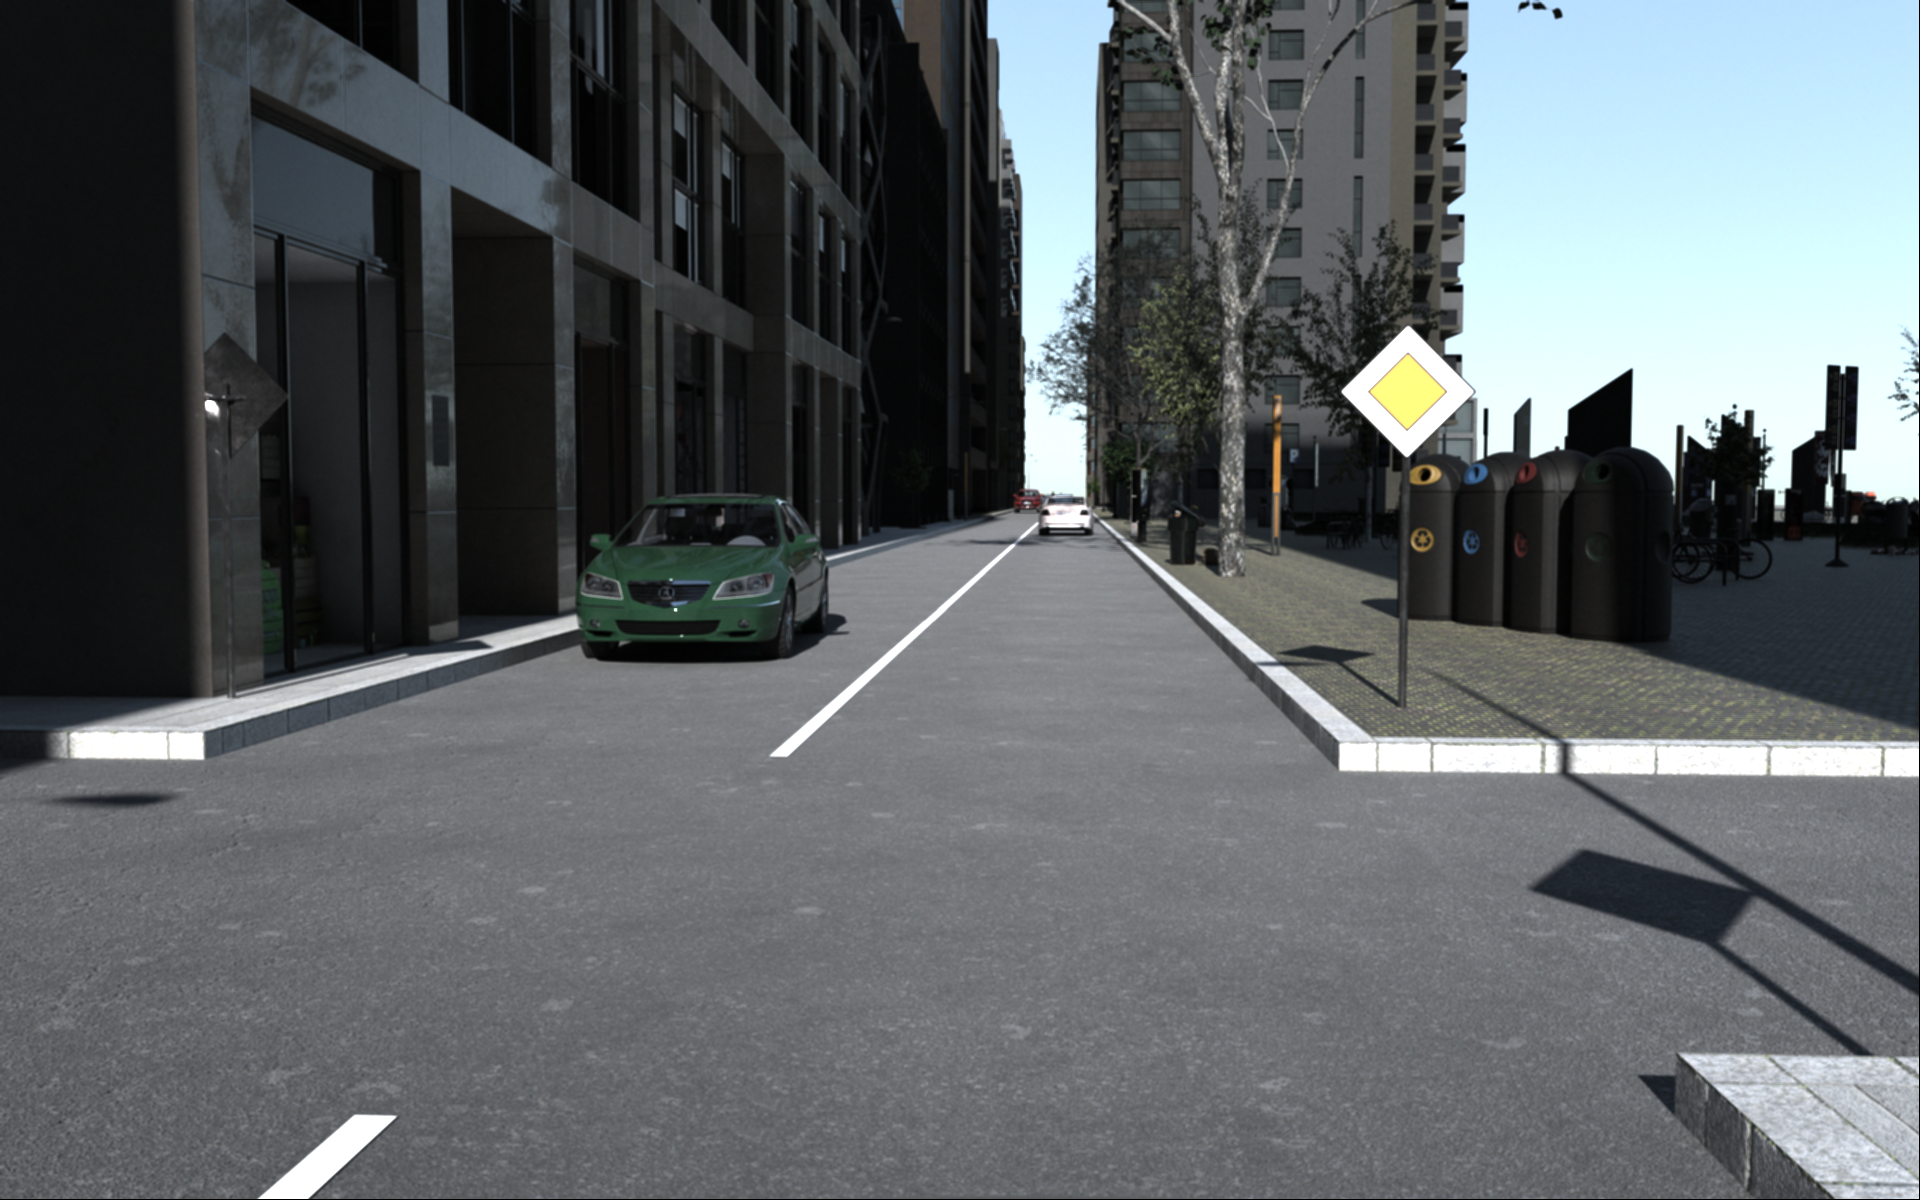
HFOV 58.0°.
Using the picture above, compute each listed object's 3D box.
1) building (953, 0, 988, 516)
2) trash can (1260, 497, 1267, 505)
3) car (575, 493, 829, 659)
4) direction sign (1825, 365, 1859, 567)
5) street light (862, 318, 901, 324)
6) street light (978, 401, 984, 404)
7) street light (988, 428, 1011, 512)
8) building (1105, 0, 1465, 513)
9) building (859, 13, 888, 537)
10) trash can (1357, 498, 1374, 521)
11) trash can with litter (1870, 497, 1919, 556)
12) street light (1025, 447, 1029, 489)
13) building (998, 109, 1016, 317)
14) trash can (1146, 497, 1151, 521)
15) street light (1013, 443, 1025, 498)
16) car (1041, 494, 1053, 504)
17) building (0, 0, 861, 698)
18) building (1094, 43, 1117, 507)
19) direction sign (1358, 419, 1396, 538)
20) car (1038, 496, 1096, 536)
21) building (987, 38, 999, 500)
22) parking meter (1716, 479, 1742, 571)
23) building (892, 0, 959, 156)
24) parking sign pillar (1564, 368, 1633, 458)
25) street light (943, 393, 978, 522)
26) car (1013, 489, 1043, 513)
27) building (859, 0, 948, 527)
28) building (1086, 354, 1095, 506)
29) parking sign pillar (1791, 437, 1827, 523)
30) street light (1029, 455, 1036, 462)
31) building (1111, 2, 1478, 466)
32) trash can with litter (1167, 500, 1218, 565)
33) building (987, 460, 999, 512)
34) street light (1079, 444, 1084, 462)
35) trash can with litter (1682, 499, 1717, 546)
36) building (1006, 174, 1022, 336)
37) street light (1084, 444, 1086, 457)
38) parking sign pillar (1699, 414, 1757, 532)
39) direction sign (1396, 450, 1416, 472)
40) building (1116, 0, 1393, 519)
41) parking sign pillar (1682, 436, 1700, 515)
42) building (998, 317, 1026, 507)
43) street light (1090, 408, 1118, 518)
[{"bbox_3d":[-9.372,-29.863,111.962,21.300,48.544,21.600,0,4,4],"label":"building"},{"bbox_3d":[14.840,-4.406,83.695,0.748,1.137,0.748,0,3,0],"label":"trash can"},{"bbox_3d":[-2.337,-0.294,16.599,2.131,1.459,4.920,0,4,2],"label":"car"},{"bbox_3d":[15.562,-2.363,30.628,0.876,3.537,0.379,-2,4,-31],"label":"direction sign"},{"bbox_3d":[-2.249,-4.477,45.741,1.470,5.913,1.316,0,4,4],"label":"street light"},{"bbox_3d":[0.517,-7.002,87.027,1.470,5.913,1.316,0,4,4],"label":"street light"},{"bbox_3d":[2.652,-9.155,122.230,1.470,5.913,1.316,0,4,4],"label":"street light"},{"bbox_3d":[21.147,-28.297,117.278,22.147,44.769,28.867,0,4,4],"label":"building"},{"bbox_3d":[-10.802,-11.379,53.499,16.820,18.784,16.811,0,4,4],"label":"building"},{"bbox_3d":[15.479,-3.319,65.918,0.748,1.137,0.748,0,3,0],"label":"trash can"},{"bbox_3d":[20.309,-1.574,36.785,2.233,1.210,1.678,-1,4,-13],"label":"trash can with litter"},{"bbox_3d":[5.784,-12.077,170.006,1.470,5.913,1.316,0,4,4],"label":"street light"},{"bbox_3d":[-4.528,-36.307,213.234,23.786,49.044,30.456,0,4,4],"label":"building"},{"bbox_3d":[8.687,-4.296,81.892,0.748,1.137,0.748,0,3,0],"label":"trash can"},{"bbox_3d":[4.899,-11.270,156.802,1.470,5.913,1.316,0,4,4],"label":"street light"},{"bbox_3d":[12.137,-13.924,239.662,2.014,1.417,4.499,0,4,3],"label":"car"},{"bbox_3d":[-13.211,-13.647,27.649,19.350,26.468,34.151,0,4,4],"label":"building"},{"bbox_3d":[24.820,-33.973,179.154,21.300,48.544,21.600,0,4,4],"label":"building"},{"bbox_3d":[12.080,-3.571,50.383,0.876,3.537,0.379,3,5,39],"label":"direction sign"},{"bbox_3d":[3.755,-2.974,60.985,2.083,1.381,4.827,0,4,5],"label":"car"},{"bbox_3d":[-3.905,-28.607,151.320,14.154,41.232,14.086,0,4,4],"label":"building"},{"bbox_3d":[12.923,-1.266,29.111,0.372,1.533,0.369,0,3,0],"label":"parking meter"},{"bbox_3d":[-7.368,-27.109,93.335,14.600,45.320,14.200,0,4,4],"label":"building"},{"bbox_3d":[13.734,-2.988,37.329,1.447,3.967,1.447,0,4,7],"label":"parking sign pillar"},{"bbox_3d":[-0.059,-6.571,79.982,1.470,5.913,1.316,0,4,4],"label":"street light"},{"bbox_3d":[5.220,-7.563,132.320,2.281,1.827,5.304,0,4,4],"label":"car"},{"bbox_3d":[-7.223,-15.008,75.051,12.332,23.373,15.834,0,4,4],"label":"building"},{"bbox_3d":[28.938,-22.028,205.195,27.650,21.520,28.899,0,4,4],"label":"building"},{"bbox_3d":[35.368,-5.119,72.174,1.447,3.967,1.447,2,4,27],"label":"parking sign pillar"},{"bbox_3d":[7.974,-14.198,204.672,1.470,5.913,1.316,0,4,4],"label":"street light"},{"bbox_3d":[26.578,-34.044,145.864,28.713,52.752,27.495,0,4,4],"label":"building"},{"bbox_3d":[4.309,-1.234,31.567,1.055,1.170,0.624,1,4,13],"label":"trash can with litter"},{"bbox_3d":[-7.408,-42.471,132.656,20.563,71.187,20.611,0,4,4],"label":"building"},{"bbox_3d":[12.060,-11.556,161.488,1.470,5.913,1.316,0,4,4],"label":"street light"},{"bbox_3d":[18.299,-1.929,42.926,1.055,1.170,0.624,-3,5,-41],"label":"trash can with litter"},{"bbox_3d":[1.368,-35.853,236.308,14.600,45.320,14.200,0,4,4],"label":"building"},{"bbox_3d":[9.995,-9.446,126.982,1.470,5.913,1.316,0,4,4],"label":"street light"},{"bbox_3d":[25.942,-4.249,57.938,1.447,3.967,1.447,-2,4,-30],"label":"parking sign pillar"},{"bbox_3d":[15.450,-4.177,60.283,0.876,3.537,0.379,3,5,41],"label":"direction sign"},{"bbox_3d":[15.796,-19.869,96.563,14.160,30.474,14.107,0,4,4],"label":"building"},{"bbox_3d":[33.731,-5.551,79.233,1.447,3.967,1.447,-2,4,-28],"label":"parking sign pillar"},{"bbox_3d":[-7.222,-20.766,184.563,27.650,21.520,28.899,0,4,4],"label":"building"},{"bbox_3d":[7.753,-7.352,92.744,1.470,5.913,1.316,0,4,4],"label":"street light"}]
